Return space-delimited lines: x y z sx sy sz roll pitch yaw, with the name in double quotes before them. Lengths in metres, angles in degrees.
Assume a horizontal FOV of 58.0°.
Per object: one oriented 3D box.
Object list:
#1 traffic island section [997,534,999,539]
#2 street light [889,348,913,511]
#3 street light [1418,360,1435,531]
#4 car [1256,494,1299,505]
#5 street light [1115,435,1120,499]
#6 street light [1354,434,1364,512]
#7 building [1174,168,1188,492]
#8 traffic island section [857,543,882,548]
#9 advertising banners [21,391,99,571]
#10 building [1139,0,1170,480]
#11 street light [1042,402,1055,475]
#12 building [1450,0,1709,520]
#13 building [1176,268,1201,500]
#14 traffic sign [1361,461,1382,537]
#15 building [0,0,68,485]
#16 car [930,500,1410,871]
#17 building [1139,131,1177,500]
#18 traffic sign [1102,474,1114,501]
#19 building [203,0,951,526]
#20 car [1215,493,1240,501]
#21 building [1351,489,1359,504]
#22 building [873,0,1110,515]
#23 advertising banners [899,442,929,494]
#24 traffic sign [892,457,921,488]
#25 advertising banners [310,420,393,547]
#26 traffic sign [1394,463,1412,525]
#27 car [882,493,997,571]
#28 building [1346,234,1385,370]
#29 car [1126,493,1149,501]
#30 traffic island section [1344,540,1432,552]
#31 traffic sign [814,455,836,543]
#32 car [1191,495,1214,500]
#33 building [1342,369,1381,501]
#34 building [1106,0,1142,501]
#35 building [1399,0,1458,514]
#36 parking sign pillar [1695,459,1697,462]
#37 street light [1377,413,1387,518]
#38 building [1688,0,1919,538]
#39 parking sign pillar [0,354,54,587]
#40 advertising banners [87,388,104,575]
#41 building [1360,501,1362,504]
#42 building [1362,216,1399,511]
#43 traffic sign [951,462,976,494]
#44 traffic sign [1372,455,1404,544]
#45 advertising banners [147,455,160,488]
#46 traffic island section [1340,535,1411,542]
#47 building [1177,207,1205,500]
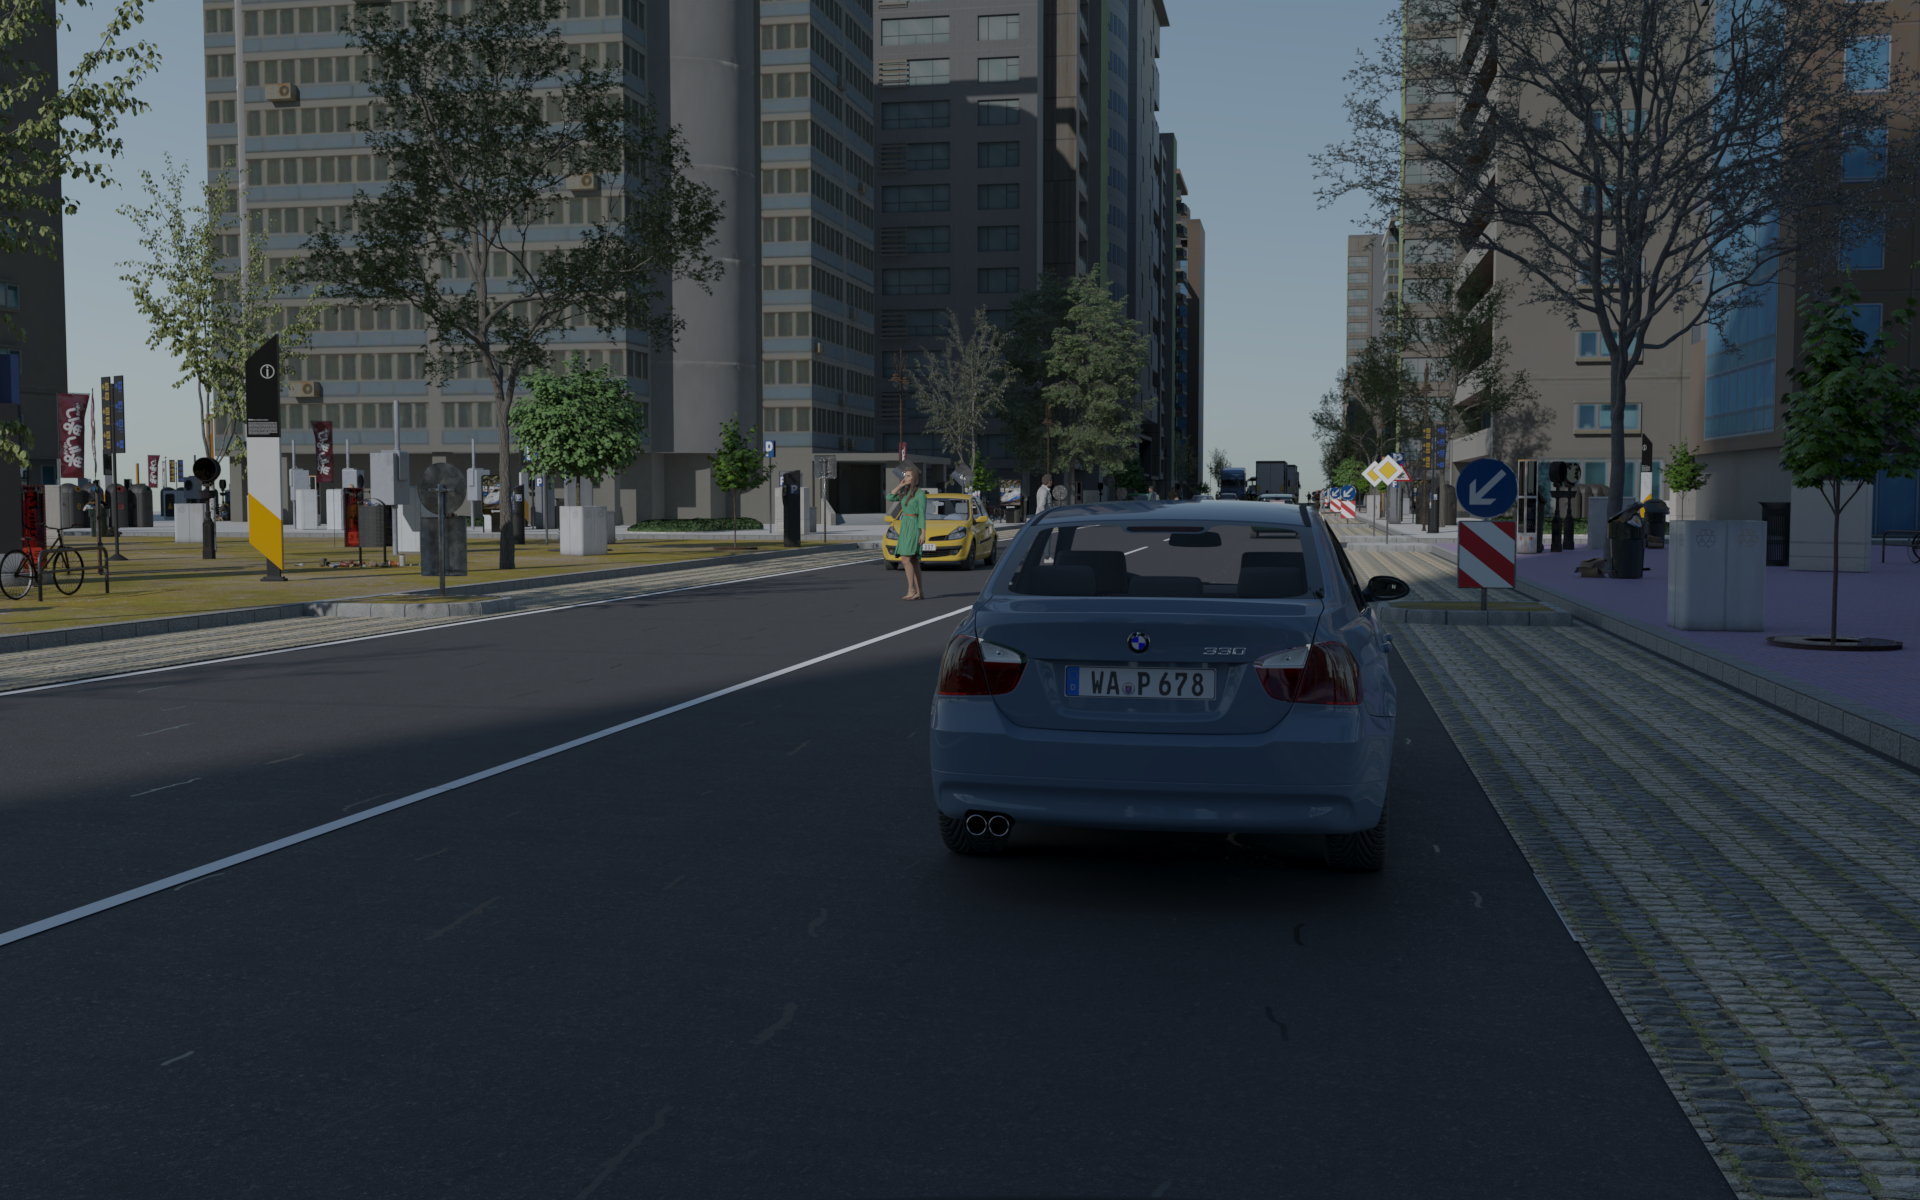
"traffic island section" 0.071 -1.973 54.544 2.009 0.180 2.903 1 4 11
"street light" -1.871 -5.031 55.039 0.468 5.910 1.993 1 4 11
"street light" 16.100 -5.329 59.914 0.468 5.910 1.993 1 4 11
"car" 10.424 -2.882 56.914 2.009 1.686 4.222 1 4 11
"street light" 10.785 -8.961 119.303 0.468 5.910 1.993 1 4 11
"street light" 28.814 -9.292 124.716 0.468 5.910 1.993 1 4 11
"building" 18.498 -35.142 229.195 22.147 44.769 28.867 1 4 11
"traffic island section" -1.469 -1.494 46.708 2.009 0.180 2.903 1 4 11
"advertising banners" -15.867 -2.035 29.453 2.074 3.025 0.090 -3 5 -41
"building" 5.450 -35.666 172.369 28.713 52.752 27.495 1 4 11
"street light" 4.454 -7.010 87.406 0.468 5.910 1.993 1 4 11
"building" 35.001 -27.922 80.233 21.300 48.544 21.600 1 4 11
"building" 19.477 -34.551 256.787 32.217 40.220 23.993 1 4 11
"traffic sign" 12.450 -2.960 52.038 0.795 2.450 0.064 1 4 11
"building" -55.989 -27.640 75.620 21.600 48.544 21.300 1 4 11
"car" 1.061 0.244 8.010 2.014 1.417 4.499 1 4 12
"building" 16.351 -31.079 191.733 14.154 41.232 14.086 1 4 11
"traffic sign" 9.532 -6.803 111.339 0.768 2.556 0.104 1 4 12
"building" -17.321 -23.754 80.257 32.217 40.220 23.993 1 4 11
"car" 23.002 -8.537 148.619 2.155 1.783 4.494 1 4 12
"building" 67.543 -32.537 223.867 32.217 40.220 23.993 1 4 11
"building" 1.898 -26.204 112.033 14.154 41.232 14.086 1 4 11
"advertising banners" -1.542 -3.747 57.453 0.090 3.025 2.074 -2 4 -29
"traffic sign" -1.445 -2.630 46.642 0.795 2.450 0.064 1 4 11
"advertising banners" -14.644 -2.795 41.880 2.074 3.025 0.090 -3 5 -41
"traffic sign" 18.426 -4.428 72.404 0.884 2.594 0.081 1 4 12
"car" -0.361 -1.438 33.733 2.015 1.641 3.980 1 4 10
"building" 67.924 -36.042 272.880 14.154 41.232 14.086 1 4 11
"car" 11.367 -6.249 110.968 1.959 1.807 4.718 1 4 11
"traffic island section" 10.935 -1.345 44.275 2.009 0.180 2.903 1 4 11
"traffic sign" -3.544 -2.651 45.475 0.606 2.300 0.079 1 4 15
"car" 16.280 -6.356 116.285 2.083 1.381 4.827 1 4 11
"building" 69.856 -24.844 251.243 27.650 21.520 28.899 1 4 11
"building" 3.226 -36.807 143.786 21.231 58.520 28.212 1 4 11
"building" 36.645 -26.463 116.259 14.154 41.232 14.086 1 4 11
"parking sign pillar" 29.874 -4.916 68.848 1.447 3.967 1.447 1 4 18
"street light" 22.542 -7.331 92.650 0.468 5.910 1.993 1 4 11
"building" 32.351 -24.723 54.330 14.200 45.320 14.600 1 4 11
"parking sign pillar" -13.632 -2.198 24.404 1.447 3.967 1.447 -3 5 -40
"advertising banners" -14.007 -1.952 28.099 0.090 3.025 2.074 -2 4 -28
"building" 59.427 -29.959 181.714 32.217 40.220 23.993 1 4 11
"building" 54.249 -28.529 158.324 32.217 40.220 23.993 1 4 11
"traffic sign" 0.095 -3.109 54.478 0.795 2.450 0.064 1 4 11
"traffic sign" 10.910 -2.481 44.202 0.795 2.450 0.064 1 4 11
"advertising banners" -36.491 -4.924 76.698 2.074 3.025 0.090 -3 4 -38
"traffic island section" 12.475 -1.824 52.111 2.009 0.180 2.903 1 4 11
"building" 31.324 -38.180 274.356 14.600 45.320 14.200 1 4 11
